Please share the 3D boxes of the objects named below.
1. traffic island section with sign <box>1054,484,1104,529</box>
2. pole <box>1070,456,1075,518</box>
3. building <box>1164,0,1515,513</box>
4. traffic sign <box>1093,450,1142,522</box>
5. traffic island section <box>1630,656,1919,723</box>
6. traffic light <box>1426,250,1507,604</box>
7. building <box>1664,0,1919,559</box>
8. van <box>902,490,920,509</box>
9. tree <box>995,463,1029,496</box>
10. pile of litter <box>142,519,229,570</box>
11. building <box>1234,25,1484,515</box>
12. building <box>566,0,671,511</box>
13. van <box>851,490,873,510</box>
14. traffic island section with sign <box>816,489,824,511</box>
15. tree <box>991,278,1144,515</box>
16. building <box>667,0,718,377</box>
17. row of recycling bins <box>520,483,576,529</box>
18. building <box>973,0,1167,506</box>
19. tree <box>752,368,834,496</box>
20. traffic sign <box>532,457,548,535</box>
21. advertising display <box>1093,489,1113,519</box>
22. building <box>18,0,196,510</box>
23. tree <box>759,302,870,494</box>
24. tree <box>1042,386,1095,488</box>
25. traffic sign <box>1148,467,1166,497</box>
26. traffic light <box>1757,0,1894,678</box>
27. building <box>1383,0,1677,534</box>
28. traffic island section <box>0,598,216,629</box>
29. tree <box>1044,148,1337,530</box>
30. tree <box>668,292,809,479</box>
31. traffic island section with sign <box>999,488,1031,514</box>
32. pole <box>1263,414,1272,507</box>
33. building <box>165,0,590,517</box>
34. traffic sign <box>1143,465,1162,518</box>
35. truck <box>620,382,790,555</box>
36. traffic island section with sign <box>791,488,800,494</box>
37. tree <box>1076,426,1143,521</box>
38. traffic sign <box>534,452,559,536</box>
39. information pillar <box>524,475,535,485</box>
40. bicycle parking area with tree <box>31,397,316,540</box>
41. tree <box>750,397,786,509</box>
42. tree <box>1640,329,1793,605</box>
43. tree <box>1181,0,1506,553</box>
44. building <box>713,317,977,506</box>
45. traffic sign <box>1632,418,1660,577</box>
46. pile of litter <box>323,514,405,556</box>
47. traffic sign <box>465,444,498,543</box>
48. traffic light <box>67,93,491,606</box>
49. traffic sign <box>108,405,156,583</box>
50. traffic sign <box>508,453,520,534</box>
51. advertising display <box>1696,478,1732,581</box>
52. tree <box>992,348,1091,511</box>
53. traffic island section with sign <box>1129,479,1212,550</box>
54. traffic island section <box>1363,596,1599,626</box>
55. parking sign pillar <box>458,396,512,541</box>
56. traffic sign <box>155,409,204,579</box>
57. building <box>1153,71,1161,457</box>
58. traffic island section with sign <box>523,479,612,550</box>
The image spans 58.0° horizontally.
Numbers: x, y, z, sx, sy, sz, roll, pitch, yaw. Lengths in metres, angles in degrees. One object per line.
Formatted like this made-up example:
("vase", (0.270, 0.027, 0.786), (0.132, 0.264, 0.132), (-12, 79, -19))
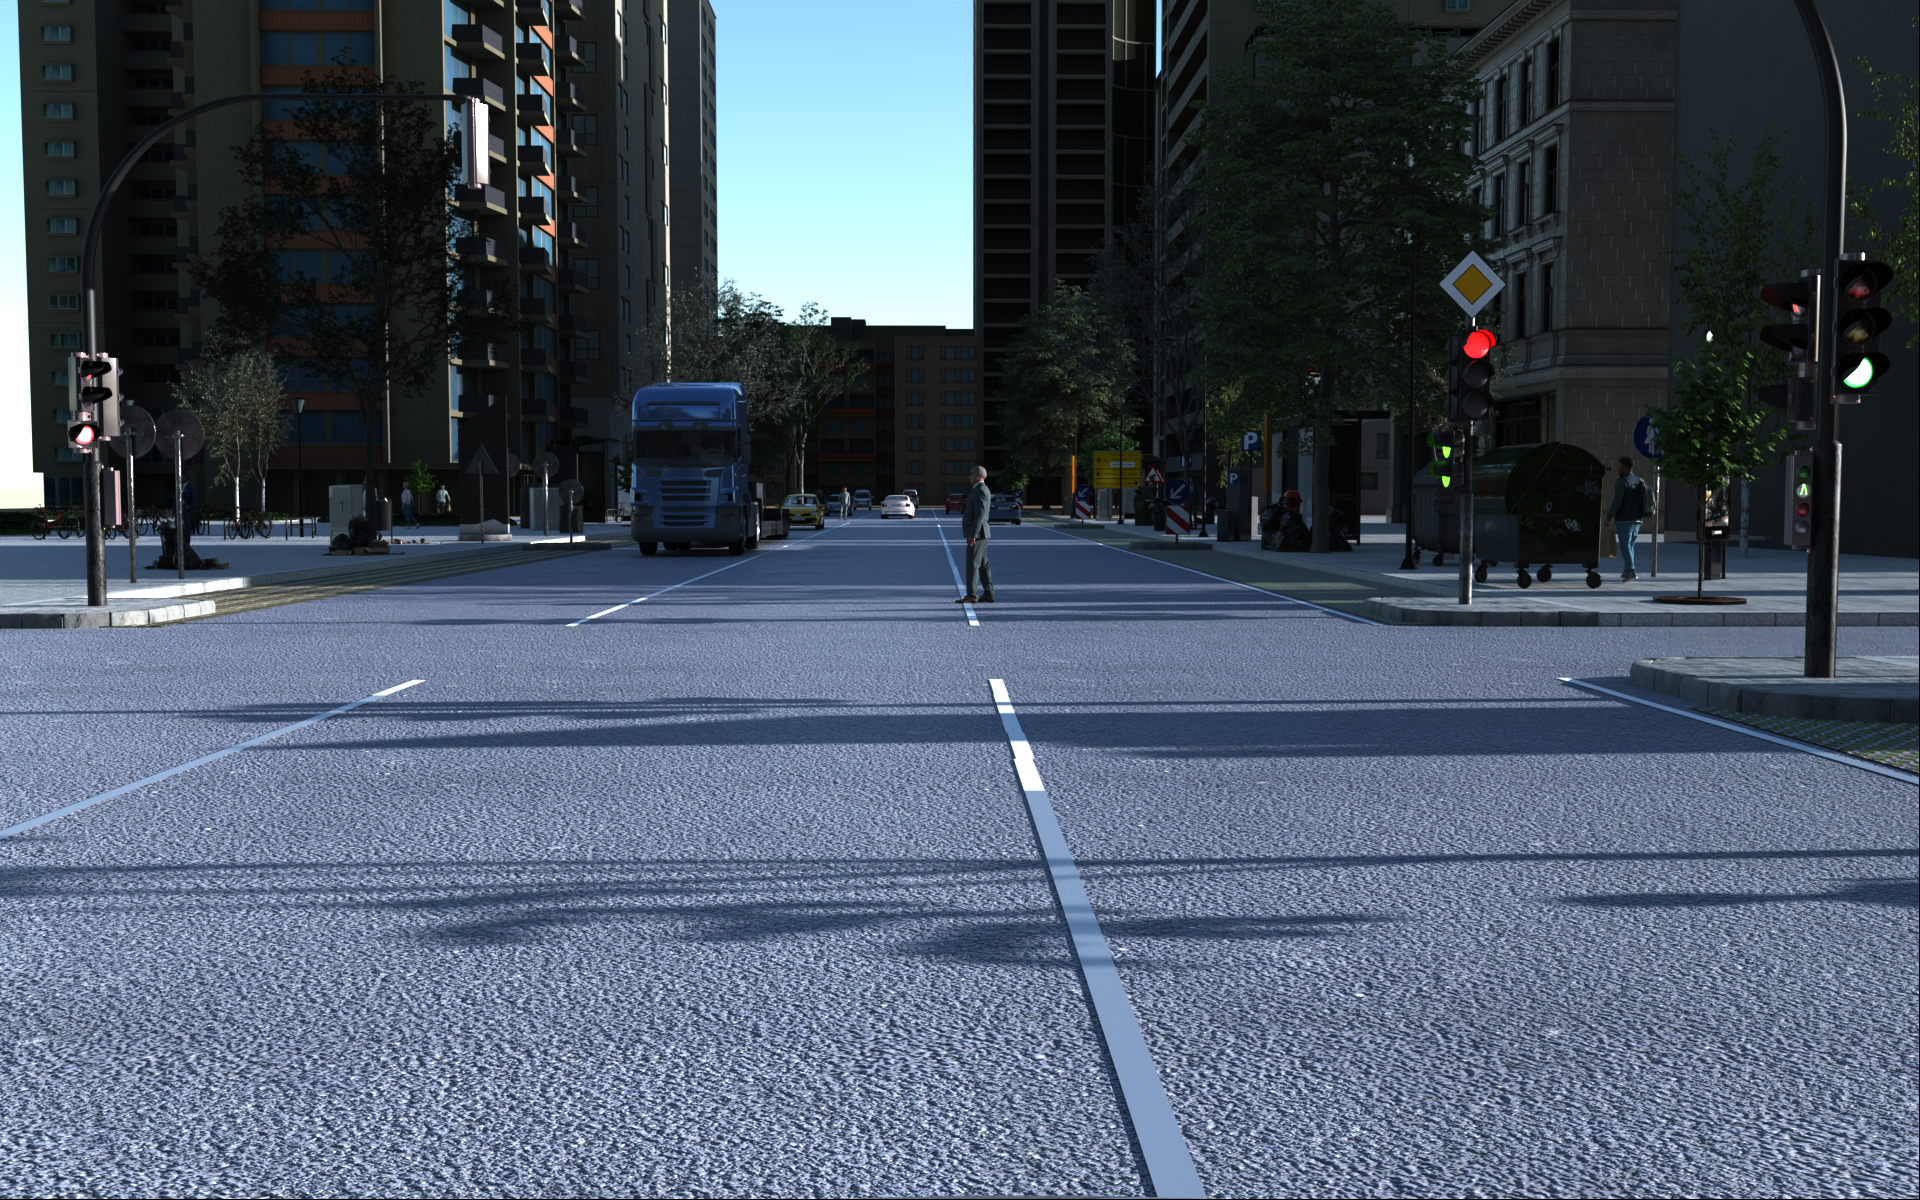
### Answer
("traffic island section with sign", (4.939, -3.878, 72.036), (1.989, 1.847, 2.006), (0, 4, -1))
("pole", (5.993, -6.023, 92.321), (0.158, 3.312, 0.155), (0, 3, 0))
("building", (27.303, -30.859, 128.250), (21.300, 48.544, 21.600), (0, 4, -1))
("traffic sign", (7.326, -5.313, 80.738), (2.265, 3.308, 0.079), (0, 4, 1))
("traffic island section", (6.062, 0.616, 12.206), (2.009, 0.180, 2.903), (0, 4, -1))
("traffic light", (5.871, -1.905, 20.075), (0.839, 4.253, 0.868), (0, 4, -1))
("building", (30.740, -14.981, 38.446), (24.014, 27.812, 14.314), (0, 4, -1))
("van", (-4.894, -9.920, 169.211), (2.013, 2.044, 4.112), (0, 4, -1))
("tree", (5.209, -11.201, 166.845), (4.285, 4.588, 4.351), (0, 3, 0))
("pile of litter", (-13.333, -0.968, 29.794), (1.719, 0.858, 1.176), (3, 5, 43))
("building", (24.548, -20.745, 110.878), (14.160, 30.474, 14.107), (0, 4, -1))
("building", (-39.254, -33.973, 144.693), (27.495, 52.752, 28.713), (0, 4, -1))
("van", (-8.875, -9.210, 157.593), (2.013, 2.044, 4.112), (0, 4, -2))
("traffic island section with sign", (-12.047, -8.594, 149.142), (1.989, 1.847, 2.006), (0, 4, -1))
("tree", (6.527, -12.078, 104.129), (9.857, 13.997, 8.962), (0, 3, 0))
("building", (-42.127, -40.099, 197.611), (28.212, 58.520, 21.231), (0, 4, -1))
("row of recycling bins", (-15.235, -3.471, 63.859), (1.069, 1.692, 3.534), (-3, 4, -38))
("building", (11.944, -46.500, 198.533), (20.611, 71.187, 20.563), (0, 4, -1))
("tree", (-14.170, -13.278, 142.853), (9.928, 11.665, 9.643), (0, 3, 0))
("traffic sign", (-13.122, -3.337, 54.666), (0.768, 2.556, 0.104), (0, 4, 4))
("advertising display", (7.946, -5.524, 95.524), (0.974, 1.923, 0.123), (-1, 4, -9))
("building", (-64.015, -32.072, 148.073), (21.600, 48.544, 21.300), (0, 4, -1))
("tree", (-14.251, -19.121, 168.522), (12.611, 20.169, 13.585), (0, 3, 0))
("tree", (7.451, -9.929, 112.697), (4.360, 8.622, 3.978), (0, 3, 0))
("traffic sign", (9.554, -5.139, 84.026), (0.884, 2.594, 0.081), (0, 4, 3))
("traffic light", (3.932, -2.278, 11.910), (4.771, 5.953, 1.251), (0, 4, -1))
("building", (23.375, -13.709, 75.051), (10.553, 20.767, 40.483), (0, 4, -1))
("traffic island section", (-9.928, 0.146, 19.895), (2.009, 0.180, 2.903), (0, 4, -1))
("tree", (8.124, -9.267, 61.881), (12.009, 13.543, 11.850), (0, 3, 0))
("tree", (-14.378, -12.478, 110.668), (9.857, 13.997, 8.962), (0, 3, 0))
("traffic island section with sign", (3.975, -6.959, 122.400), (1.989, 1.847, 2.006), (0, 4, -1))
("pole", (7.824, -3.069, 44.016), (0.158, 3.312, 0.155), (0, 3, 0))
("building", (-35.850, -27.749, 108.315), (22.147, 44.769, 28.867), (0, 4, -1))
("traffic sign", (8.634, -4.750, 77.665), (0.884, 2.594, 0.081), (0, 4, 6))
("truck", (-6.513, -3.539, 47.622), (2.967, 4.110, 18.799), (0, 4, -2))
("traffic island section with sign", (-11.543, -6.946, 122.191), (1.989, 1.847, 2.006), (0, 4, -1))
("tree", (7.191, -6.113, 83.668), (4.285, 4.588, 4.351), (0, 3, 0))
("traffic sign", (-12.531, -3.201, 52.446), (0.768, 2.556, 0.104), (0, 4, 4))
("information pillar", (-16.359, -3.753, 65.853), (0.304, 2.012, 0.304), (-3, 4, -39))
("bicycle parking area with tree", (-22.134, -3.956, 51.680), (8.231, 4.147, 9.016), (1, 4, 16))
("tree", (-14.755, -10.995, 130.122), (4.360, 8.622, 3.978), (0, 3, 0))
("tree", (8.887, -1.577, 20.389), (1.663, 3.219, 1.824), (0, 3, 0))
("tree", (8.208, -7.298, 37.450), (7.486, 12.596, 7.792), (0, 3, 0))
("building", (-12.879, -21.918, 203.398), (28.899, 21.520, 27.650), (0, 4, -1))
("traffic sign", (10.747, -1.630, 26.752), (0.768, 2.556, 0.104), (0, 4, 5))
("pile of litter", (-12.551, -1.380, 36.532), (1.719, 0.858, 1.176), (-2, 4, -23))
("traffic sign", (-12.404, -2.746, 44.902), (0.884, 2.594, 0.081), (0, 4, 7))
("traffic light", (-7.798, -2.763, 19.836), (4.771, 5.953, 1.251), (0, 4, -1))
("traffic sign", (-11.899, -1.514, 24.857), (0.768, 2.556, 0.104), (0, 4, 8))
("traffic sign", (-13.963, -3.265, 53.494), (0.768, 2.556, 0.104), (0, 4, 3))
("advertising display", (11.243, -1.261, 25.830), (0.974, 1.923, 0.123), (-3, 5, -45))
("tree", (6.757, -13.302, 134.494), (9.611, 12.733, 9.660), (0, 3, 0))
("traffic island section with sign", (5.446, -2.230, 45.086), (1.989, 1.847, 2.006), (0, 4, -1))
("traffic island section", (5.911, 0.128, 20.190), (2.009, 0.180, 2.903), (0, 4, -1))
("parking sign pillar", (-13.060, -3.610, 47.491), (1.447, 3.967, 1.447), (-1, 4, -9))
("traffic sign", (-11.759, -1.588, 26.077), (0.768, 2.556, 0.104), (0, 4, 0))
("building", (36.704, -37.647, 204.767), (27.495, 52.752, 28.713), (0, 4, -1))
("traffic island section with sign", (-10.069, -2.202, 44.635), (1.989, 1.847, 2.006), (0, 4, -1))
